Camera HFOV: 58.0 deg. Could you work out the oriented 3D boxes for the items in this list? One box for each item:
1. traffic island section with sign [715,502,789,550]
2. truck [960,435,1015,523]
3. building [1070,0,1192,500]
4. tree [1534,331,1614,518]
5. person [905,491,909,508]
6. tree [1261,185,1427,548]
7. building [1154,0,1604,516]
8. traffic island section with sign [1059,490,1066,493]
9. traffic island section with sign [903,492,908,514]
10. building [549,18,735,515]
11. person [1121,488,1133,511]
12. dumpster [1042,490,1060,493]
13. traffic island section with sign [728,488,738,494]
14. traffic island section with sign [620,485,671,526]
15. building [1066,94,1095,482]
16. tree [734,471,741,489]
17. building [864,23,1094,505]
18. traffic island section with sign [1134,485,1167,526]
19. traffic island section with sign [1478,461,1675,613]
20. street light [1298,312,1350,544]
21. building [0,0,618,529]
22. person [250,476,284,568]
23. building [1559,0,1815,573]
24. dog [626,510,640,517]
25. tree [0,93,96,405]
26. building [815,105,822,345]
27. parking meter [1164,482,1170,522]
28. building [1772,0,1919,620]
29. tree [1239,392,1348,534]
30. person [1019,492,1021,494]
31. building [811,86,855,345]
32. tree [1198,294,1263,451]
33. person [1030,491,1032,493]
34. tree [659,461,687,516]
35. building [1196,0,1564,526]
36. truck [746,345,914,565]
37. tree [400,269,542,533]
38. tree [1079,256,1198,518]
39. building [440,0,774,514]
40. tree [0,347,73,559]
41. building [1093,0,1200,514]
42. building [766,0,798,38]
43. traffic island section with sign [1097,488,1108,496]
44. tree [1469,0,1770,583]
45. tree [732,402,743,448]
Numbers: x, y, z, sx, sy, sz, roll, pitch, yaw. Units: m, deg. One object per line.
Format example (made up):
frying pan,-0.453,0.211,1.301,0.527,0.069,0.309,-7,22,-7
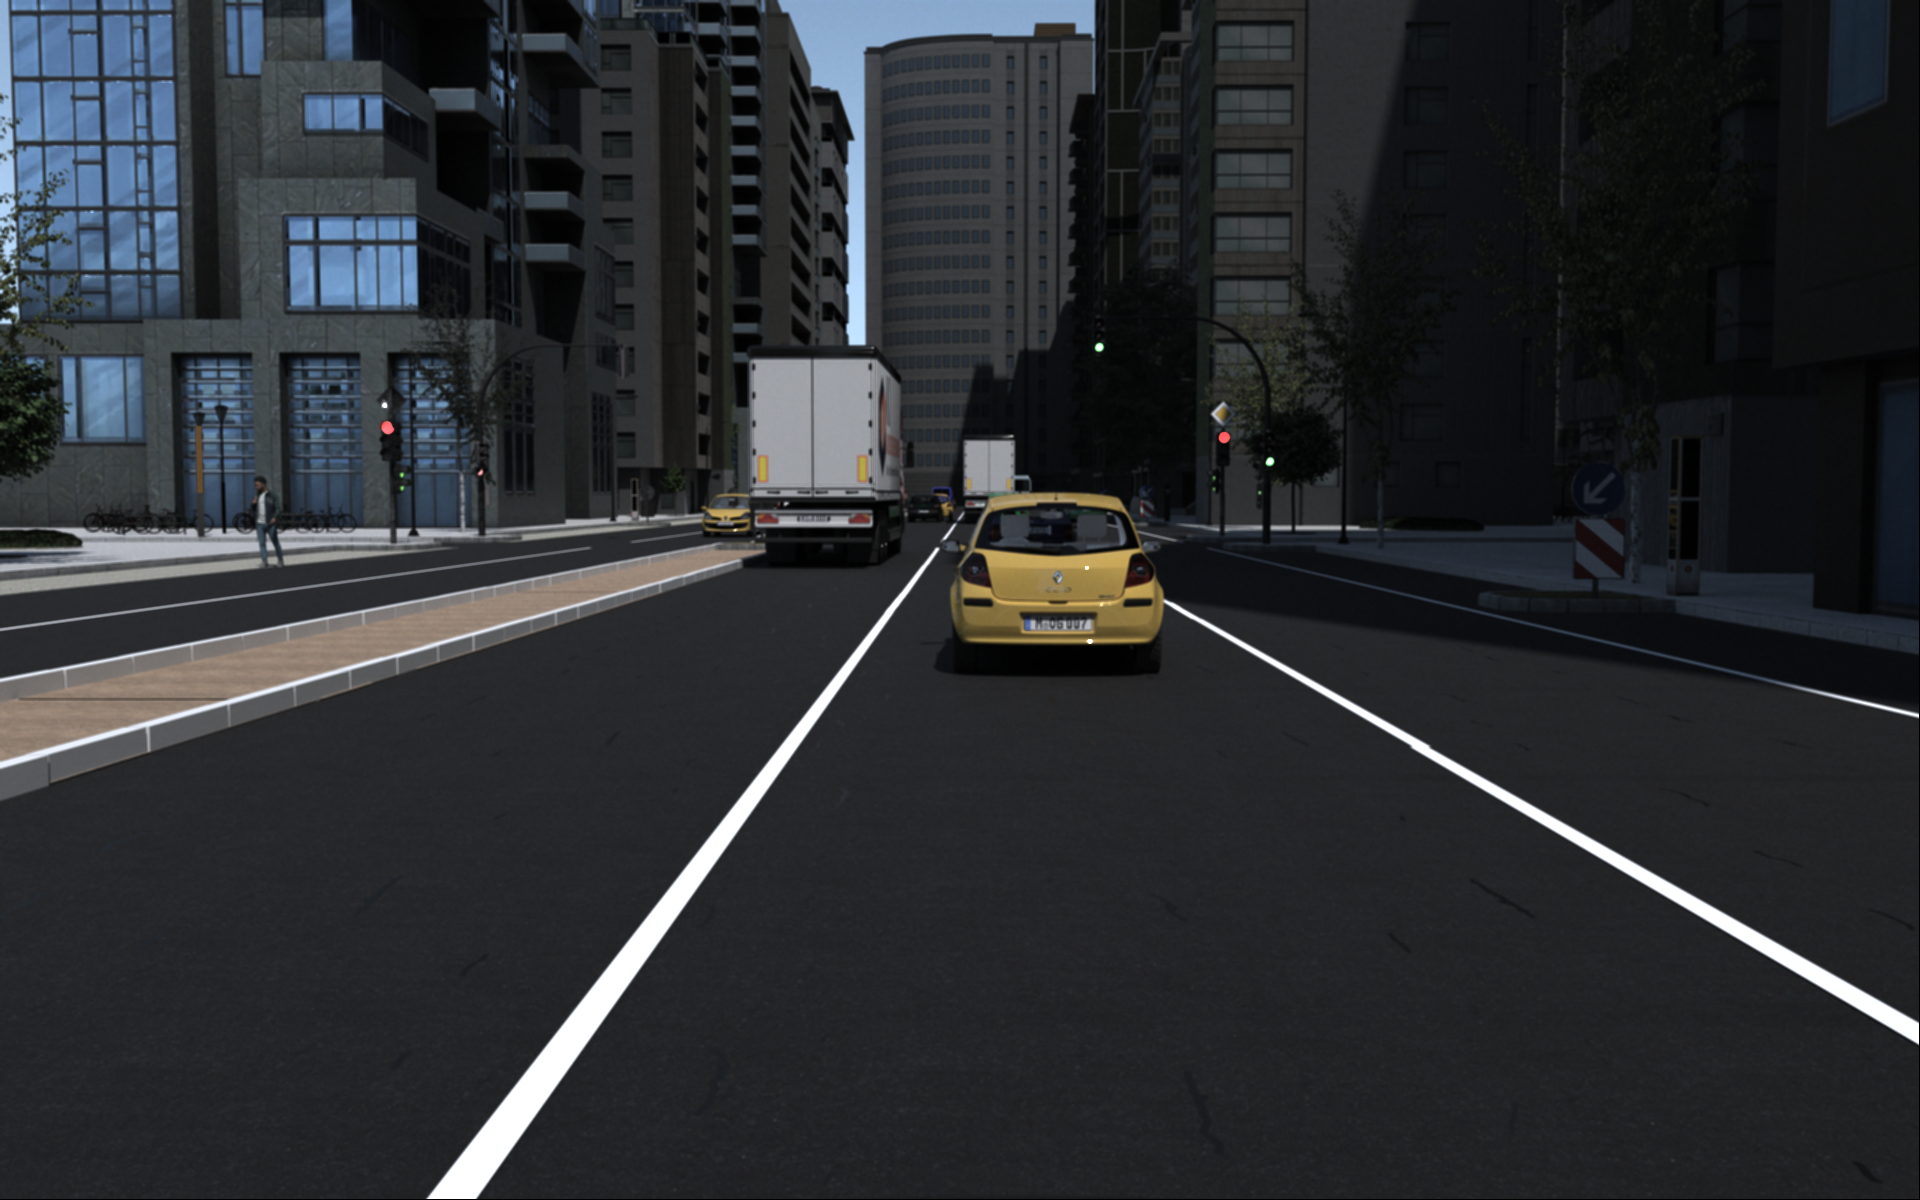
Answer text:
traffic island section with sign,-5.216,-2.248,44.892,2.006,1.907,1.989,0,4,1
truck,1.412,-6.049,87.809,2.839,4.237,11.283,0,4,0
building,21.314,-44.307,162.666,20.563,71.187,20.611,0,4,1
tree,20.332,-6.363,54.401,4.360,8.622,3.978,0,3,0
person,-5.327,-10.071,173.876,0.721,1.736,1.217,1,4,14
tree,9.696,-5.523,40.672,4.737,8.622,4.395,0,3,0
building,27.679,-25.589,110.256,32.217,40.220,23.993,0,4,1
traffic island section with sign,9.028,-8.978,155.411,1.989,1.847,2.006,0,4,1
traffic island section with sign,-4.372,-7.296,127.434,2.006,1.907,1.989,0,4,1
building,-22.314,-20.646,109.264,14.160,30.474,14.107,0,4,1
person,12.561,-7.517,129.668,0.721,1.743,1.217,-3,5,-43
dumpster,8.862,-9.822,168.803,1.865,1.857,1.264,0,4,1
traffic island section with sign,-13.706,-5.871,104.622,1.989,1.847,2.006,0,4,1
traffic island section with sign,-13.990,-4.202,77.338,1.989,1.847,2.006,0,4,1
building,23.049,-32.632,188.149,22.147,44.769,28.867,0,4,1
tree,-16.795,-8.052,126.251,1.663,3.219,1.824,0,3,0
building,2.202,-41.526,220.950,28.212,58.520,21.231,0,4,1
traffic island section with sign,8.228,-4.234,77.846,1.989,1.847,2.006,0,4,1
traffic island section with sign,7.666,-0.808,21.835,1.989,1.847,2.006,0,4,1
street light,9.323,-4.394,44.378,1.470,5.913,1.316,0,4,1
building,-28.108,-46.755,77.114,22.319,86.520,31.000,0,4,1
person,-13.495,-1.519,33.676,0.623,1.781,0.721,0,4,-4
building,19.512,-16.036,33.896,14.160,30.474,14.107,0,4,1
dog,-18.426,-4.887,97.632,0.748,0.427,0.550,3,5,43
tree,-17.259,-4.832,29.360,4.737,8.622,4.395,0,3,0
building,-26.791,-34.818,192.969,21.600,48.544,21.300,0,4,1
parking meter,9.697,-4.604,80.989,0.255,1.863,0.399,1,4,9
building,16.084,-22.095,11.364,14.600,45.320,14.200,0,4,1
tree,10.780,-4.424,56.041,4.285,4.588,4.351,0,3,0
person,4.870,-7.987,140.563,0.415,1.643,0.593,-1,4,-21
building,-26.164,-38.866,224.698,27.495,52.752,28.713,0,4,1
tree,11.043,-6.883,62.904,4.737,8.622,4.395,0,3,0
person,6.366,-8.813,153.300,0.721,1.736,1.217,0,4,7
tree,-16.567,-6.447,100.014,1.663,3.219,1.824,0,3,0
building,17.303,-23.990,75.834,14.154,41.232,14.086,0,4,1
truck,-2.658,-3.018,38.251,2.839,4.237,11.283,0,4,1
tree,-16.331,-6.553,57.504,4.360,8.622,3.978,0,3,0
tree,10.685,-11.320,91.737,9.857,13.997,8.962,0,3,0
building,-26.505,-50.704,141.686,22.319,86.520,31.000,0,4,1
tree,-19.594,-3.128,34.860,4.285,4.588,4.351,0,3,0
building,27.409,-27.487,141.288,32.217,40.220,23.993,0,4,1
building,-26.132,-33.375,169.378,21.300,48.544,21.600,0,4,1
traffic island section with sign,8.506,-5.895,105.014,1.989,1.847,2.006,0,4,1
tree,9.475,-4.544,24.665,4.737,8.622,4.395,0,3,0
tree,-17.070,-10.369,119.889,4.737,8.622,4.395,0,3,0
